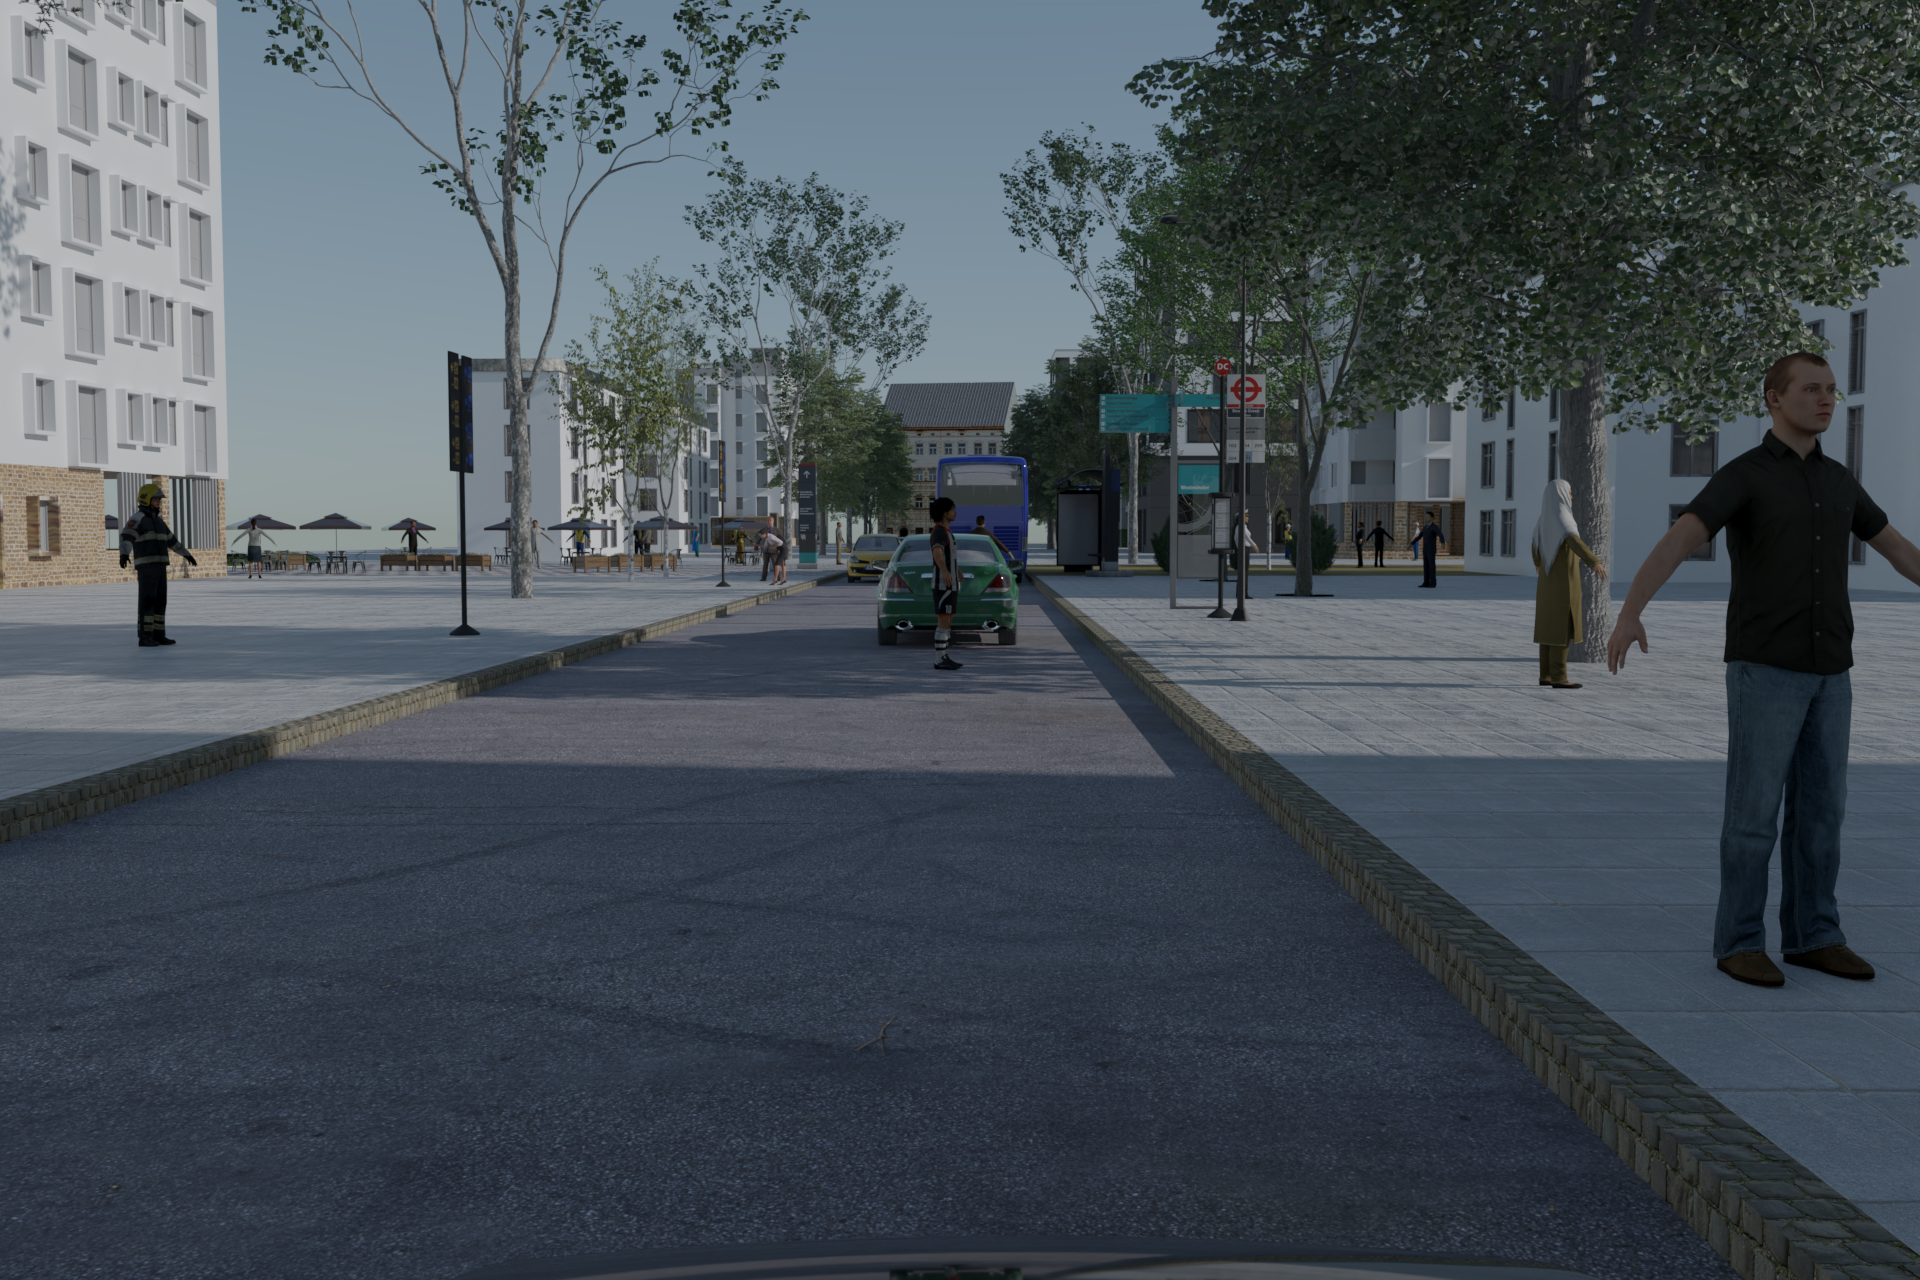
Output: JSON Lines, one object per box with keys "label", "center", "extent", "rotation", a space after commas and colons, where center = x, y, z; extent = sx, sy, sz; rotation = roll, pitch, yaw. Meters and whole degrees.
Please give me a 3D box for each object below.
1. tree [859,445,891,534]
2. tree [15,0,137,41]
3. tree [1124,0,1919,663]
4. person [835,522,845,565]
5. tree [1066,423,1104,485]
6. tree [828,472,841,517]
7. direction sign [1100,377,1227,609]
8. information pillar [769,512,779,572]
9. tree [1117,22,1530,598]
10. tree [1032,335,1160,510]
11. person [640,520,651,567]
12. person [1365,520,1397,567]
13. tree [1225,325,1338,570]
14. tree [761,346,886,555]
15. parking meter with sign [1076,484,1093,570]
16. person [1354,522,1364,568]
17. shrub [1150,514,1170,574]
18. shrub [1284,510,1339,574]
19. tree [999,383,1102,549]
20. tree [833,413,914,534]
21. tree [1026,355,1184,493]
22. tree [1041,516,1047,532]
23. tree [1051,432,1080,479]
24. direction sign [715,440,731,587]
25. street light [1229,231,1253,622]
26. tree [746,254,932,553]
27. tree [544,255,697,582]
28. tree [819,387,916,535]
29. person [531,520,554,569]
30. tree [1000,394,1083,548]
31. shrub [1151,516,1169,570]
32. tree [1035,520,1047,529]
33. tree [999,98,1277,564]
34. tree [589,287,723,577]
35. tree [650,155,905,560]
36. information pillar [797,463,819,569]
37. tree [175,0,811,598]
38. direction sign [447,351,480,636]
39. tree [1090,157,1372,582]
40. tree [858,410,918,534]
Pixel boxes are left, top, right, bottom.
{"label": "tree", "center": [-7.029, -11.679, 141.319], "extent": [4.360, 8.622, 3.978], "rotation": [0, 3, 0]}
{"label": "tree", "center": [-8.913, -6.021, 8.813], "extent": [12.009, 13.543, 11.850], "rotation": [0, 3, 0]}
{"label": "tree", "center": [6.291, -6.751, 17.041], "extent": [9.857, 13.997, 8.962], "rotation": [0, 3, 0]}
{"label": "person", "center": [-5.034, -4.046, 72.419], "extent": [0.705, 1.796, 1.348], "rotation": [0, 4, 6]}
{"label": "tree", "center": [7.853, -9.847, 111.363], "extent": [4.360, 8.622, 3.978], "rotation": [0, 3, 0]}
{"label": "tree", "center": [-20.661, -20.822, 250.806], "extent": [12.009, 13.543, 11.850], "rotation": [0, 3, 0]}
{"label": "direction sign", "center": [3.632, -2.458, 28.947], "extent": [2.525, 3.948, 1.411], "rotation": [0, 4, 1]}
{"label": "information pillar", "center": [-6.325, -3.329, 58.923], "extent": [0.304, 2.012, 0.304], "rotation": [0, 4, 1]}
{"label": "tree", "center": [7.235, -6.700, 35.302], "extent": [9.928, 11.665, 9.643], "rotation": [0, 3, 0]}
{"label": "tree", "center": [7.673, -11.047, 98.740], "extent": [7.486, 12.596, 7.792], "rotation": [0, 3, 0]}
{"label": "person", "center": [-12.211, -3.749, 67.431], "extent": [0.705, 1.813, 1.348], "rotation": [0, 4, 2]}
{"label": "person", "center": [16.147, -3.697, 66.633], "extent": [1.347, 1.806, 0.705], "rotation": [3, 5, 44]}
{"label": "tree", "center": [10.826, -6.815, 61.792], "extent": [4.360, 8.622, 3.978], "rotation": [0, 3, 0]}
{"label": "tree", "center": [-8.400, -11.454, 105.396], "extent": [7.486, 12.596, 7.792], "rotation": [0, 3, 0]}
{"label": "parking meter with sign", "center": [4.358, -3.894, 59.929], "extent": [0.543, 3.016, 1.738], "rotation": [0, 4, -1]}
{"label": "person", "center": [15.004, -3.582, 65.289], "extent": [0.721, 1.740, 1.216], "rotation": [0, 4, 3]}
{"label": "shrub", "center": [6.829, -3.059, 54.053], "extent": [1.661, 2.075, 1.752], "rotation": [0, 3, 0]}
{"label": "shrub", "center": [11.232, -3.134, 55.287], "extent": [1.661, 2.075, 1.752], "rotation": [0, 3, 0]}
{"label": "tree", "center": [7.621, -14.592, 145.229], "extent": [9.857, 13.997, 8.962], "rotation": [0, 3, 0]}
{"label": "tree", "center": [-7.809, -13.580, 147.793], "extent": [9.928, 11.665, 9.643], "rotation": [0, 3, 0]}
{"label": "tree", "center": [7.495, -9.496, 89.668], "extent": [8.767, 10.594, 7.601], "rotation": [0, 4, 8]}
{"label": "tree", "center": [12.508, -17.954, 243.911], "extent": [4.737, 8.622, 4.395], "rotation": [0, 3, 0]}
{"label": "tree", "center": [7.569, -10.567, 123.128], "extent": [4.360, 8.622, 3.978], "rotation": [0, 3, 0]}
{"label": "direction sign", "center": [-5.765, -3.062, 42.054], "extent": [0.379, 3.537, 0.876], "rotation": [0, 4, 1]}
{"label": "street light", "center": [4.685, -3.231, 25.372], "extent": [1.470, 5.913, 1.316], "rotation": [0, 4, 1]}
{"label": "tree", "center": [-9.117, -16.091, 118.973], "extent": [12.611, 20.169, 13.585], "rotation": [0, 3, 0]}
{"label": "tree", "center": [-8.872, -5.857, 46.133], "extent": [4.737, 8.622, 4.395], "rotation": [0, 3, 0]}
{"label": "tree", "center": [-7.236, -13.189, 133.759], "extent": [7.486, 12.596, 7.792], "rotation": [0, 3, 0]}
{"label": "person", "center": [-15.672, -3.531, 63.917], "extent": [1.347, 1.806, 0.705], "rotation": [-1, 4, -16]}
{"label": "tree", "center": [8.515, -15.299, 156.800], "extent": [9.857, 13.997, 8.962], "rotation": [0, 3, 0]}
{"label": "shrub", "center": [7.434, -3.407, 60.127], "extent": [1.690, 2.028, 1.600], "rotation": [0, 3, 0]}
{"label": "tree", "center": [13.946, -20.382, 251.364], "extent": [7.486, 12.596, 7.792], "rotation": [0, 3, 0]}
{"label": "tree", "center": [8.887, -13.308, 73.471], "extent": [12.611, 20.169, 13.585], "rotation": [0, 3, 0]}
{"label": "tree", "center": [-8.743, -6.186, 51.498], "extent": [4.360, 8.622, 3.978], "rotation": [0, 3, 0]}
{"label": "tree", "center": [-9.225, -14.132, 86.955], "extent": [12.611, 20.169, 13.585], "rotation": [0, 3, 0]}
{"label": "information pillar", "center": [-5.585, -4.542, 63.637], "extent": [0.750, 3.857, 0.750], "rotation": [0, 3, 0]}
{"label": "tree", "center": [-9.292, -10.811, 32.646], "extent": [12.611, 20.169, 13.585], "rotation": [0, 3, 0]}
{"label": "direction sign", "center": [-6.297, -1.830, 21.914], "extent": [0.379, 3.537, 0.876], "rotation": [0, 4, 2]}
{"label": "tree", "center": [7.204, -7.374, 46.320], "extent": [9.928, 11.665, 9.643], "rotation": [0, 3, 0]}
{"label": "tree", "center": [-7.205, -14.676, 158.071], "extent": [7.486, 12.596, 7.792], "rotation": [0, 3, 0]}
